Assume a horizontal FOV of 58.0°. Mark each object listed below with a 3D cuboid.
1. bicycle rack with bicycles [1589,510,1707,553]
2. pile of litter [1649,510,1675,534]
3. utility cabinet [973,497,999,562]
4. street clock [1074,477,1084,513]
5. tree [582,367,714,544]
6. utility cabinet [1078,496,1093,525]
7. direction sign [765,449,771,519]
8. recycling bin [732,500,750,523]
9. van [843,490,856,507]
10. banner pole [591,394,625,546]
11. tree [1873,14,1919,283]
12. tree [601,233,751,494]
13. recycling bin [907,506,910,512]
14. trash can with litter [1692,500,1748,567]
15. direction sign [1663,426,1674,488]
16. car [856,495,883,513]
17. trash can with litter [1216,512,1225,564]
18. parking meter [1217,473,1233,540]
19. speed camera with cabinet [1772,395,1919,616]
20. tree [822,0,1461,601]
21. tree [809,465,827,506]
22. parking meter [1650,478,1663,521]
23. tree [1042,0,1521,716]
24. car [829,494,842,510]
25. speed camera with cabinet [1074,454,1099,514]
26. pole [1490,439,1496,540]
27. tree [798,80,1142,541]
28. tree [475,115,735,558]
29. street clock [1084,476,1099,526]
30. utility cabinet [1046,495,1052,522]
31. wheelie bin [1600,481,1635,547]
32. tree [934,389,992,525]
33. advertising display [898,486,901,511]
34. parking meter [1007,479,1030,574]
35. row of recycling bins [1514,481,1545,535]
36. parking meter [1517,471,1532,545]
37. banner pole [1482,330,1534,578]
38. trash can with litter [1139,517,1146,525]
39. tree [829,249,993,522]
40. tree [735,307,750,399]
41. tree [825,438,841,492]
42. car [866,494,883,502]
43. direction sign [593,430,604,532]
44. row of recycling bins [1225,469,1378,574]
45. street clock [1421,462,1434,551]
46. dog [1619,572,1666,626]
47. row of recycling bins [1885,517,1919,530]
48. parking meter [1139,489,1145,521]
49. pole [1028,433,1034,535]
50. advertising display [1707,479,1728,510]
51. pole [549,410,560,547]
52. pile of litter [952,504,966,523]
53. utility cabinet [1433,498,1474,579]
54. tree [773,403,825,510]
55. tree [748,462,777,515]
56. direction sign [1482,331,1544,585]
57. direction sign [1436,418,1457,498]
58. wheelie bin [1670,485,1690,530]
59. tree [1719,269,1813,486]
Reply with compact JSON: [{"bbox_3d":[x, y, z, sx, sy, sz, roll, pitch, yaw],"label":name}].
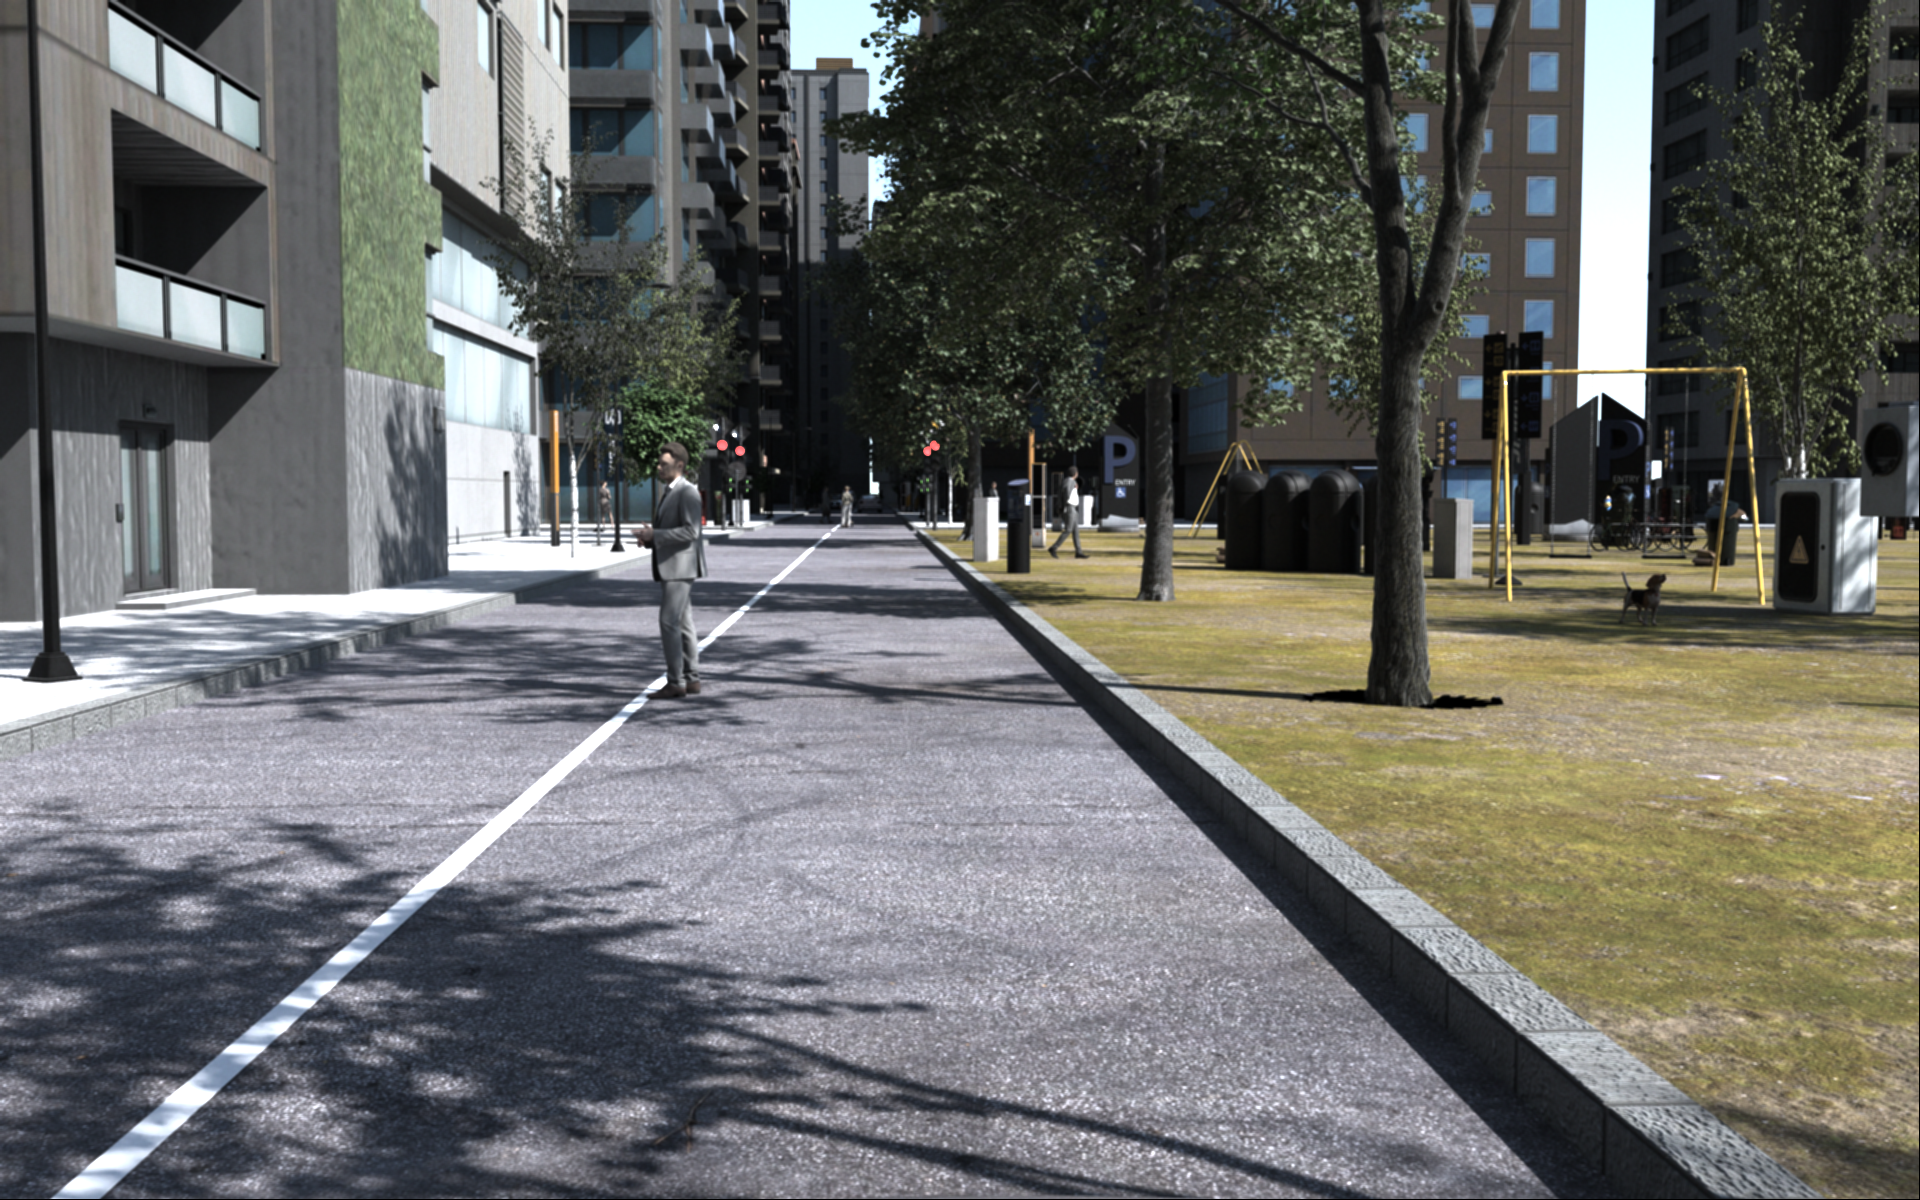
[{"bbox_3d":[15.501,-1.548,38.692,2.925,0.926,2.852,0,4,-4],"label":"bicycle rack with bicycles"},{"bbox_3d":[22.683,-2.608,56.604,1.176,0.858,1.719,0,4,5],"label":"pile of litter"},{"bbox_3d":[0.494,-1.351,33.243,0.306,1.237,1.020,1,4,14],"label":"utility cabinet"},{"bbox_3d":[5.034,-4.218,73.533,0.471,2.002,0.358,2,4,28],"label":"street clock"},{"bbox_3d":[-8.059,-3.746,44.954,4.285,4.588,4.351,0,3,0],"label":"tree"},{"bbox_3d":[5.250,-3.725,72.069,0.306,1.237,1.020,2,4,31],"label":"utility cabinet"},{"bbox_3d":[-9.764,-5.870,87.975,0.379,3.537,0.876,-1,4,-9],"label":"direction sign"},{"bbox_3d":[-9.877,-3.983,77.679,0.722,1.027,0.722,1,4,8],"label":"recycling bin"},{"bbox_3d":[-12.459,-11.309,191.909,2.013,2.044,4.112,0,4,-1],"label":"van"},{"bbox_3d":[-8.670,-3.215,42.581,0.863,3.779,0.401,0,4,-5],"label":"banner pole"},{"bbox_3d":[12.914,-4.224,19.432,4.360,8.622,3.978,0,3,0],"label":"tree"},{"bbox_3d":[-8.323,-6.097,50.050,4.737,8.622,4.395,0,3,0],"label":"tree"},{"bbox_3d":[-3.911,-6.858,124.677,0.722,1.027,0.722,0,4,-2],"label":"recycling bin"},{"bbox_3d":[13.515,-1.190,30.840,1.055,1.170,0.624,-3,5,-43],"label":"trash can with litter"},{"bbox_3d":[23.847,-4.059,58.361,0.379,3.537,0.876,3,5,41],"label":"direction sign"},{"bbox_3d":[-6.992,-7.438,133.971,2.083,1.381,4.827,0,4,-5],"label":"car"},{"bbox_3d":[5.163,-1.273,32.206,0.624,1.170,1.055,2,4,28],"label":"trash can with litter"},{"bbox_3d":[7.423,-2.620,48.549,0.255,1.863,0.399,-3,5,-44],"label":"parking meter"},{"bbox_3d":[9.392,-1.452,18.070,0.660,3.252,2.038,-1,4,-10],"label":"speed camera with cabinet"},{"bbox_3d":[2.226,-6.290,20.966,7.486,12.596,7.792,0,3,0],"label":"tree"},{"bbox_3d":[-16.436,-12.839,193.633,4.285,4.588,4.351,0,3,0],"label":"tree"},{"bbox_3d":[24.610,-3.399,61.277,0.399,1.863,0.255,-2,4,-25],"label":"parking meter"},{"bbox_3d":[2.847,-5.177,10.392,9.928,11.665,9.643,0,3,0],"label":"tree"},{"bbox_3d":[-10.269,-8.101,142.231,2.009,1.686,4.222,0,4,-4],"label":"car"},{"bbox_3d":[6.403,-5.623,86.278,2.038,3.252,0.660,0,4,7],"label":"speed camera with cabinet"},{"bbox_3d":[14.962,-3.339,48.443,0.158,3.312,0.155,0,3,0],"label":"pole"},{"bbox_3d":[0.382,-7.996,47.738,9.611,12.733,9.660,0,3,0],"label":"tree"},{"bbox_3d":[-7.483,-5.134,34.311,4.360,8.622,3.978,0,3,0],"label":"tree"},{"bbox_3d":[5.467,-4.036,70.559,0.471,2.002,0.358,3,5,44],"label":"street clock"},{"bbox_3d":[4.097,-4.155,79.091,0.306,1.237,1.020,-1,4,-11],"label":"utility cabinet"},{"bbox_3d":[16.110,-2.111,42.422,0.693,1.594,0.980,3,4,37],"label":"wheelie bin"},{"bbox_3d":[-0.169,-7.419,71.665,4.737,8.622,4.395,0,3,0],"label":"tree"},{"bbox_3d":[-4.697,-7.946,135.125,0.123,1.923,0.974,0,4,7],"label":"advertising display"},{"bbox_3d":[0.952,-1.204,28.092,0.372,1.533,0.369,0,3,0],"label":"parking meter"},{"bbox_3d":[18.485,-2.999,56.150,1.069,1.692,3.534,1,4,17],"label":"row of recycling bins"},{"bbox_3d":[14.241,-2.325,43.720,0.255,1.863,0.399,0,4,2],"label":"parking meter"},{"bbox_3d":[8.355,-2.224,26.387,0.401,3.779,0.863,-1,4,-23],"label":"banner pole"},{"bbox_3d":[7.221,-3.724,72.272,1.055,1.170,0.624,-2,4,-25],"label":"trash can with litter"},{"bbox_3d":[-1.401,-10.630,80.448,9.857,13.997,8.962,0,3,0],"label":"tree"},{"bbox_3d":[-8.971,-6.527,57.084,4.360,8.622,3.978,0,3,0],"label":"tree"},{"bbox_3d":[-17.148,-16.548,220.920,4.360,8.622,3.978,0,3,0],"label":"tree"},{"bbox_3d":[-8.409,-9.669,166.879,1.959,1.807,4.718,0,4,-3],"label":"car"},{"bbox_3d":[-12.297,-4.085,58.793,0.379,3.537,0.876,0,4,5],"label":"direction sign"},{"bbox_3d":[5.908,-1.324,28.755,3.534,1.692,1.069,3,5,44],"label":"row of recycling bins"},{"bbox_3d":[10.491,-2.107,39.024,0.358,2.002,0.471,0,4,1],"label":"street clock"},{"bbox_3d":[6.731,-0.015,17.074,0.540,0.507,0.406,3,5,39],"label":"dog"},{"bbox_3d":[34.399,-3.286,60.838,1.069,1.692,3.534,-3,5,-43],"label":"row of recycling bins"},{"bbox_3d":[8.803,-4.623,84.001,0.372,1.533,0.369,0,3,0],"label":"parking meter"},{"bbox_3d":[2.221,-3.696,54.280,0.158,3.312,0.155,0,3,0],"label":"pole"},{"bbox_3d":[32.014,-4.159,73.209,0.123,1.923,0.974,-2,4,-26],"label":"advertising display"},{"bbox_3d":[-9.888,-2.961,42.251,0.158,3.312,0.155,0,3,0],"label":"pole"},{"bbox_3d":[0.184,-3.948,78.515,1.176,0.858,1.719,2,4,27],"label":"pile of litter"},{"bbox_3d":[7.584,-0.947,26.639,0.306,1.237,1.020,0,4,-3],"label":"utility cabinet"},{"bbox_3d":[-13.695,-11.651,140.854,4.360,8.622,3.978,0,3,0],"label":"tree"},{"bbox_3d":[-11.781,-6.737,104.751,1.663,3.219,1.824,0,3,0],"label":"tree"},{"bbox_3d":[7.777,-1.985,24.451,0.876,3.537,0.379,3,5,43],"label":"direction sign"},{"bbox_3d":[14.458,-3.642,51.551,0.876,3.537,0.379,-2,4,-35],"label":"direction sign"},{"bbox_3d":[25.891,-3.333,62.407,0.980,1.594,0.693,0,4,6],"label":"wheelie bin"},{"bbox_3d":[26.502,-6.380,54.669,4.360,8.622,3.978,0,3,0],"label":"tree"}]
